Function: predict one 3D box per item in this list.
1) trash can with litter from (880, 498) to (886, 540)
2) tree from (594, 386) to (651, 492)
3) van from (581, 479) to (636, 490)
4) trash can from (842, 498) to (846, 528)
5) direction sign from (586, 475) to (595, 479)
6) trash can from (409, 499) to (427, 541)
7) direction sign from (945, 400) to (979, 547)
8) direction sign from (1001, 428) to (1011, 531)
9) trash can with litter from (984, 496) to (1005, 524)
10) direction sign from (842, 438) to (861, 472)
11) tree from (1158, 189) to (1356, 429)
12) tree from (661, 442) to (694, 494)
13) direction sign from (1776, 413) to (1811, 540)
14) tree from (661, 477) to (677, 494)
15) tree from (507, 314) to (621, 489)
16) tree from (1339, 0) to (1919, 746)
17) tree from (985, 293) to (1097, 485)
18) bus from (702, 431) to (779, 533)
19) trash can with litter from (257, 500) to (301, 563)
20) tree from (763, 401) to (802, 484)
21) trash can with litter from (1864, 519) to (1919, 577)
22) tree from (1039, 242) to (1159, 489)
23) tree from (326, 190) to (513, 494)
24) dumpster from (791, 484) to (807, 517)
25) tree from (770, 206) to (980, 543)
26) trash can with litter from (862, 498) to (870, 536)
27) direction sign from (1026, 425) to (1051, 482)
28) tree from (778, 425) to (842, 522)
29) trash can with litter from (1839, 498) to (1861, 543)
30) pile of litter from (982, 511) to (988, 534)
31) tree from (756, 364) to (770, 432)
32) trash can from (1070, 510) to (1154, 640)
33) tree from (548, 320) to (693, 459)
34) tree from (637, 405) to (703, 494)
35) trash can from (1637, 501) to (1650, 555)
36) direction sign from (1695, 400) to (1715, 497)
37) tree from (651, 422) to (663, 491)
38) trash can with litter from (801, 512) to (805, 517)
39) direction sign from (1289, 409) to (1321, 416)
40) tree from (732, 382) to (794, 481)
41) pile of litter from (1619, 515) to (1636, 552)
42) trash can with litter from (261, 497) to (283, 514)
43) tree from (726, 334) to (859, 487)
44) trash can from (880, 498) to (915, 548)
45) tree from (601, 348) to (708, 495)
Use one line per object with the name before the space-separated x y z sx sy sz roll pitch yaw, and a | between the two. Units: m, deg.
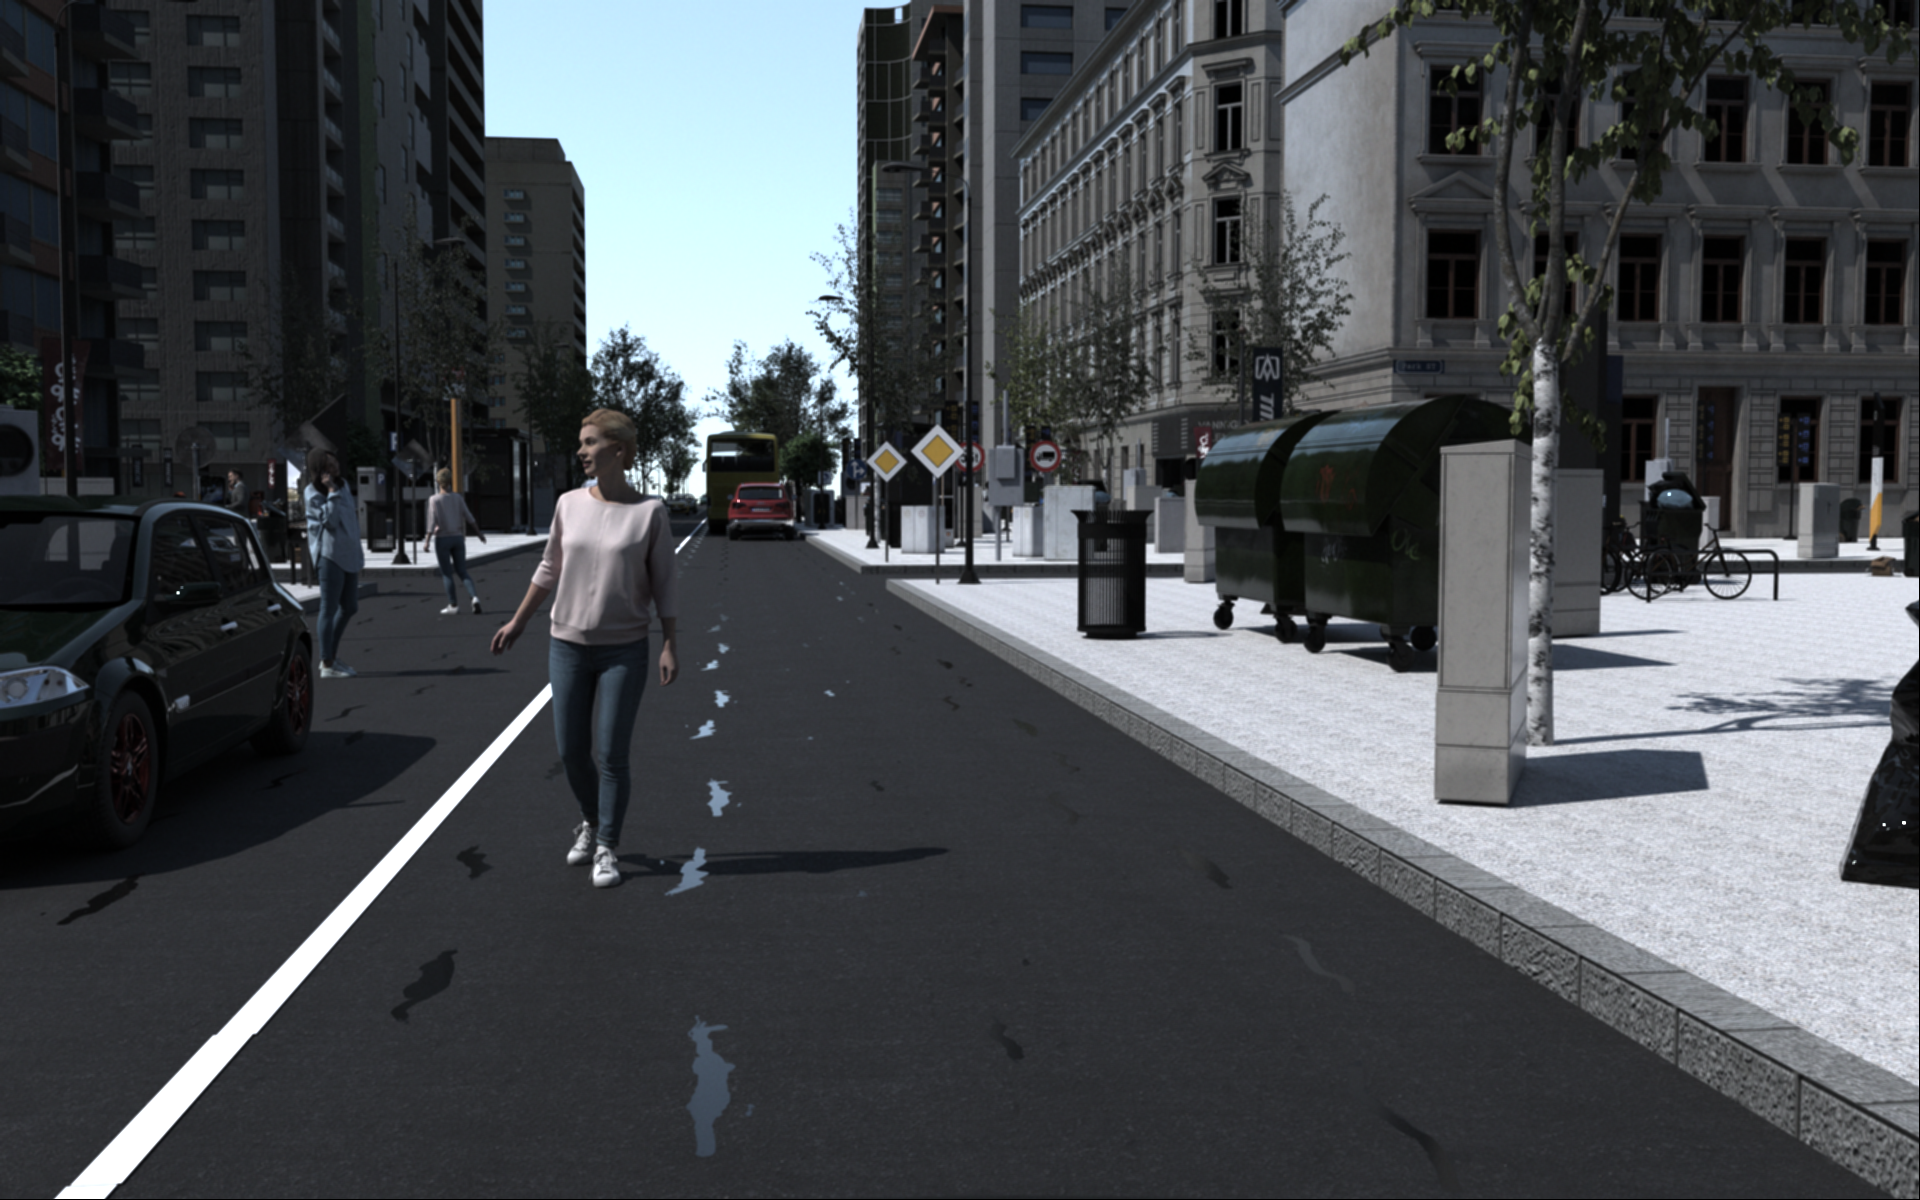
trash can with litter | -1.744 -2.238 47.974 1.055 1.170 0.624 1 4 15
tree | -21.976 -9.789 110.420 4.360 8.622 3.978 0 3 0
van | -9.219 -2.339 45.259 2.013 2.044 4.112 0 4 -8
trash can | -4.153 -3.317 65.878 0.748 1.137 0.748 0 3 0
direction sign | -16.314 -5.220 77.348 0.876 3.537 0.379 1 4 18
trash can | -14.947 -2.185 47.377 0.748 1.137 0.748 0 3 0
direction sign | 0.044 -3.062 42.053 0.876 3.537 0.379 -1 4 -20
direction sign | 1.596 -4.157 59.966 0.379 3.537 0.876 -1 4 -19
trash can with litter | 1.262 -3.966 75.896 1.678 1.210 2.233 0 4 -1
direction sign | -4.372 -4.769 69.976 0.876 3.537 0.379 -2 4 -33
tree | 7.468 -5.550 41.101 4.360 8.622 3.978 0 3 0
tree | -40.248 -17.996 244.600 4.737 8.622 4.395 0 3 0
direction sign | 23.301 -3.455 48.485 0.876 3.537 0.379 0 4 4
tree | -30.443 -11.493 182.504 1.663 3.219 1.824 0 3 0
tree | -16.584 -7.366 70.802 4.737 8.622 4.395 0 3 0
tree | 3.199 -3.564 8.632 4.737 8.622 4.395 0 3 0
tree | 2.803 -6.895 63.104 4.737 8.622 4.395 0 3 0
bus | -8.454 -4.585 66.512 2.896 3.916 12.252 -1 4 -8
trash can with litter | -12.503 -1.273 32.198 1.055 1.170 0.624 -1 4 -10
tree | -13.323 -11.171 133.010 4.737 8.622 4.395 0 3 0
trash can with litter | 14.642 -0.946 26.862 1.055 1.170 0.624 2 4 35
tree | 4.266 -6.177 51.350 4.360 8.622 3.978 0 3 0
tree | -12.749 -5.610 42.089 4.360 8.622 3.978 0 3 0
dumpster | -8.955 -5.442 94.737 1.264 1.857 1.865 0 4 -8
tree | -1.941 -5.786 44.958 4.360 8.622 3.978 0 3 0
trash can with litter | -2.438 -2.557 53.192 1.055 1.170 0.624 -1 4 -18
direction sign | 2.579 -3.985 57.158 0.876 3.537 0.379 -1 4 -18
tree | -6.974 -5.970 81.315 4.285 4.588 4.351 0 3 0
trash can with litter | 23.326 -2.093 45.600 1.055 1.170 0.624 -2 4 -35
pile of litter | 0.307 -2.613 56.684 1.176 0.858 1.719 0 4 -4
tree | -8.572 -8.544 90.057 4.360 8.622 3.978 0 3 0
trash can | 1.355 -0.232 15.454 0.748 1.137 0.748 0 3 0
tree | -18.676 -9.689 92.820 7.601 10.594 8.767 2 4 25
tree | -33.081 -16.590 197.003 9.928 11.665 9.643 0 3 0
trash can | 14.761 -1.536 36.767 0.748 1.137 0.748 0 3 0
direction sign | 18.072 -3.063 42.073 0.876 3.537 0.379 -3 5 -41
tree | -22.646 -10.492 121.900 4.360 8.622 3.978 0 3 0
trash can with litter | -8.981 -5.318 98.342 1.055 1.170 0.624 -2 4 -34
direction sign | 9.224 -3.327 46.400 0.876 3.537 0.379 0 4 -6
tree | -19.512 -15.618 173.477 7.486 12.596 7.792 0 3 0
pile of litter | 14.410 -1.514 38.724 1.719 0.858 1.176 -2 4 -24
trash can with litter | -16.383 -1.873 41.689 1.678 1.210 2.233 1 4 15
tree | -9.160 -10.186 100.949 7.601 10.594 8.767 2 4 31
trash can | -1.437 -1.812 41.284 0.748 1.137 0.748 0 3 0
tree | -26.147 -14.267 143.638 12.009 13.543 11.850 0 3 0
